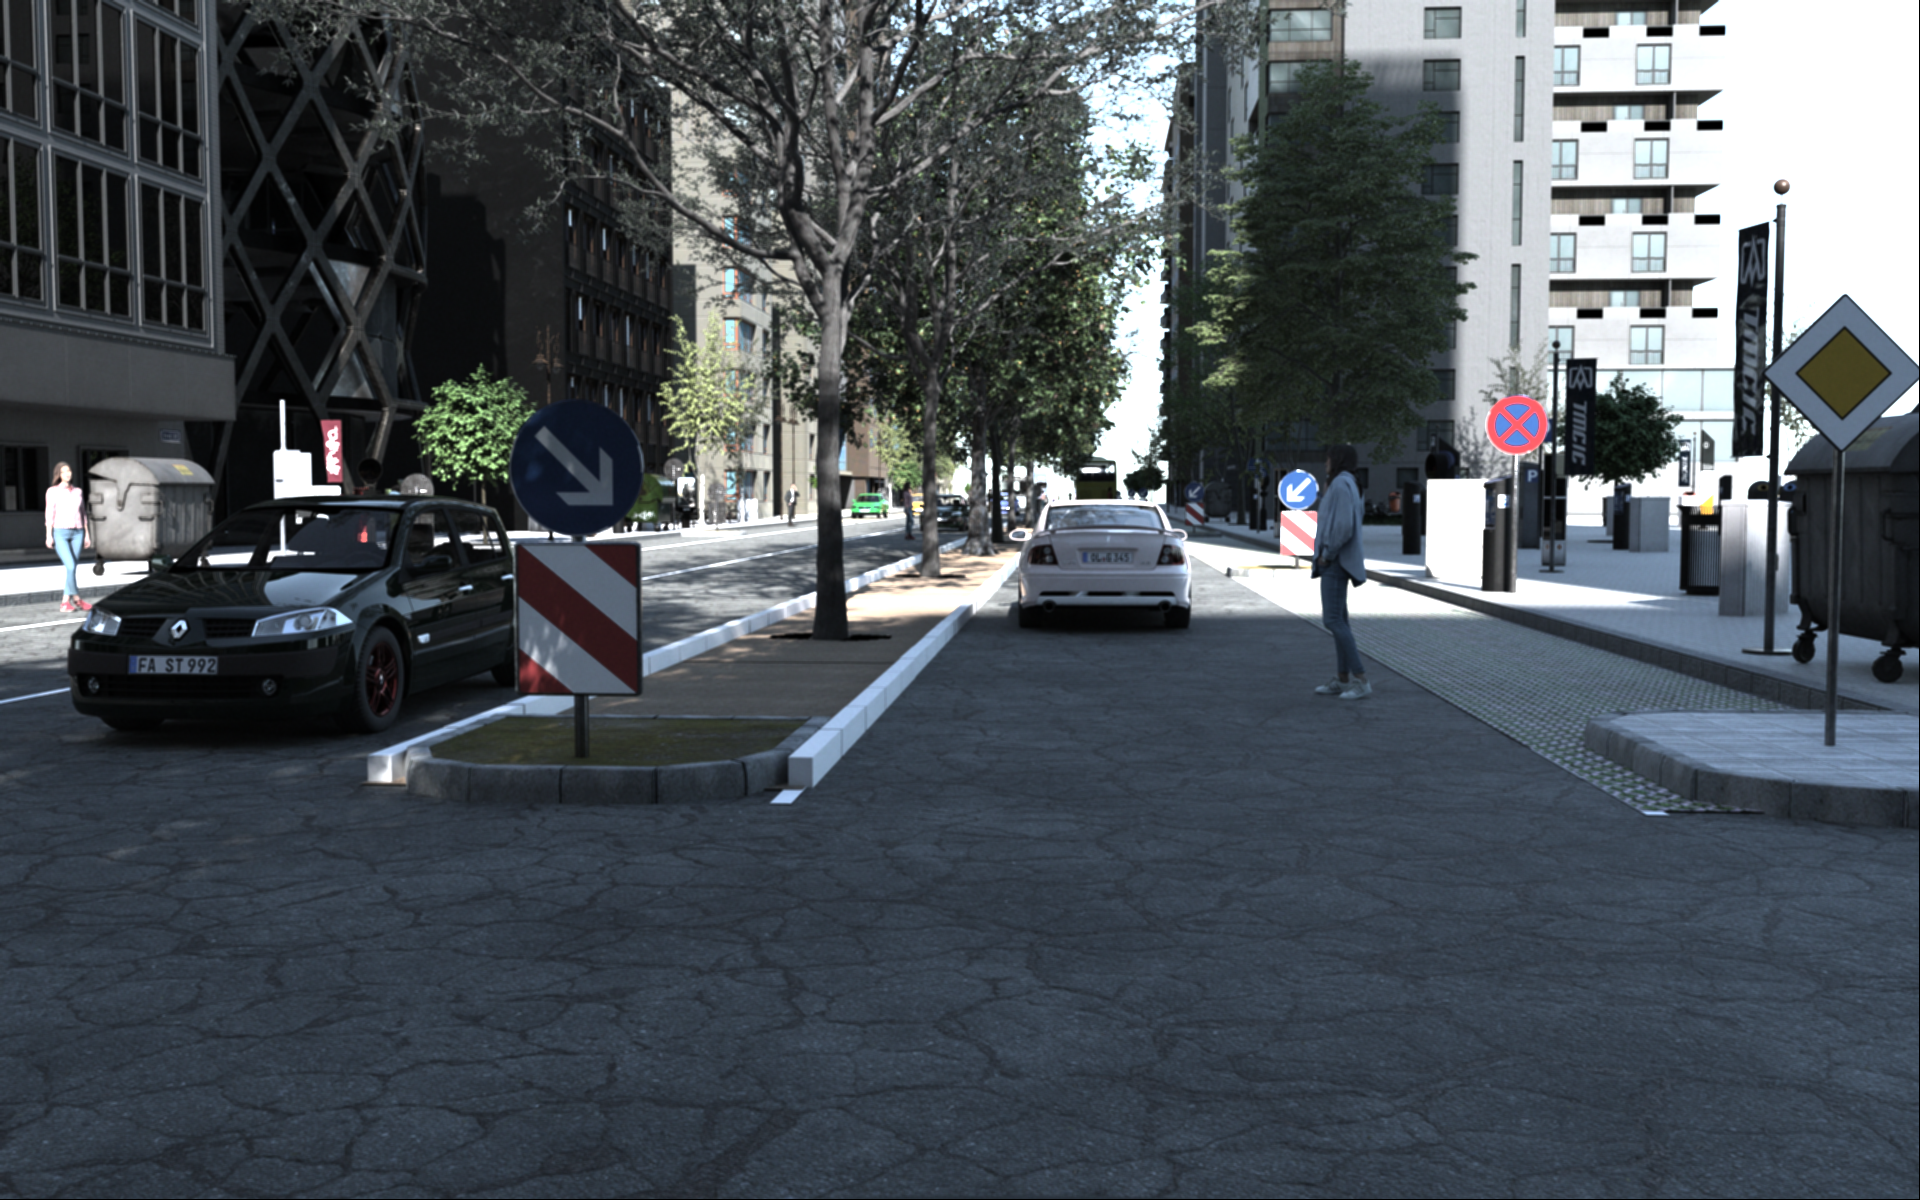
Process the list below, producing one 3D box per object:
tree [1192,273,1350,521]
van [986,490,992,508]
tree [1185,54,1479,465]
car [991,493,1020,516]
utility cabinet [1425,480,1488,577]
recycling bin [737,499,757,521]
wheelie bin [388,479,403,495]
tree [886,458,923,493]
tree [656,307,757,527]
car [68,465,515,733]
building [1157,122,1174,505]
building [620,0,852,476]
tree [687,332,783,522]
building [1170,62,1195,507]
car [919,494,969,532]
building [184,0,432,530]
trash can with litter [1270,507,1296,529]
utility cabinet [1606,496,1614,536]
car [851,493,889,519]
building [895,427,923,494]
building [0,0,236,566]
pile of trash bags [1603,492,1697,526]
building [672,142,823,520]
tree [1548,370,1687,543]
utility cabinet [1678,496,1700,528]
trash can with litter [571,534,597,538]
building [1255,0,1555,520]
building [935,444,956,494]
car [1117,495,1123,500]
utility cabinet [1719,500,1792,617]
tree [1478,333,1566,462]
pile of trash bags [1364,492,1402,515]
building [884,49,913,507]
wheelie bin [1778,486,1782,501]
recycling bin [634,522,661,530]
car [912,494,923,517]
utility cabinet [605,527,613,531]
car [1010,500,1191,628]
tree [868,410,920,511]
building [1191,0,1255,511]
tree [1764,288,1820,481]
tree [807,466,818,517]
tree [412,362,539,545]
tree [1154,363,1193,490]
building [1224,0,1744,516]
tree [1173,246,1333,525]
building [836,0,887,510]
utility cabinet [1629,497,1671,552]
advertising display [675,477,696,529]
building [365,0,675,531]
[{"bbox_3d":[10.157,-6.308,53.493,4.737,8.622,4.395,0,3,0],"label":"tree"},{"bbox_3d":[3.432,-10.379,176.702,2.013,2.044,4.112,0,4,6],"label":"van"},{"bbox_3d":[9.902,-7.817,45.939,7.486,12.596,7.792,0,3,0],"label":"tree"},{"bbox_3d":[3.078,-6.513,116.072,1.945,1.707,3.694,0,4,6],"label":"car"},{"bbox_3d":[7.750,-1.092,26.535,1.173,1.500,0.318,1,4,12],"label":"utility cabinet"},{"bbox_3d":[-10.048,-4.236,81.814,0.722,1.027,0.722,-2,4,-35],"label":"recycling bin"},{"bbox_3d":[-12.009,-1.818,37.635,0.693,1.594,0.980,1,4,20],"label":"wheelie bin"},{"bbox_3d":[-4.658,-10.071,148.381,4.285,4.588,4.351,0,3,0],"label":"tree"},{"bbox_3d":[-10.144,-7.210,68.250,4.737,8.622,4.395,0,3,0],"label":"tree"},{"bbox_3d":[-4.189,-0.116,11.679,2.009,1.686,4.222,0,4,5],"label":"car"},{"bbox_3d":[34.423,-33.232,197.962,22.147,44.769,28.867,0,4,4],"label":"building"},{"bbox_3d":[-23.173,-32.987,128.570,28.713,52.752,27.495,0,4,4],"label":"building"},{"bbox_3d":[-10.051,-7.800,77.890,4.360,8.622,3.978,0,3,0],"label":"tree"},{"bbox_3d":[28.876,-32.210,176.751,14.600,45.320,14.200,0,4,4],"label":"building"},{"bbox_3d":[-0.531,-3.501,67.028,2.009,1.686,4.222,0,4,5],"label":"car"},{"bbox_3d":[-23.214,-10.885,45.419,16.820,18.784,16.811,0,4,4],"label":"building"},{"bbox_3d":[11.759,-3.217,63.651,2.233,1.210,1.678,0,4,-1],"label":"trash can with litter"},{"bbox_3d":[20.310,-2.573,53.234,0.306,1.237,1.020,-1,4,-16],"label":"utility cabinet"},{"bbox_3d":[-5.261,-5.661,101.357,1.959,1.807,4.718,0,4,5],"label":"car"},{"bbox_3d":[-10.832,-33.624,199.856,14.600,45.320,14.200,0,4,4],"label":"building"},{"bbox_3d":[-22.812,-14.139,24.687,14.314,27.812,24.014,0,4,4],"label":"building"},{"bbox_3d":[27.114,-3.563,68.009,3.447,1.369,1.912,1,4,16],"label":"pile of trash bags"},{"bbox_3d":[-23.549,-15.644,100.816,27.650,21.520,28.899,0,4,4],"label":"building"},{"bbox_3d":[17.468,-3.816,46.106,4.285,4.588,4.351,0,3,0],"label":"tree"},{"bbox_3d":[27.908,-3.354,66.001,1.020,1.237,0.306,-1,4,-11],"label":"utility cabinet"},{"bbox_3d":[-11.124,-2.440,51.276,1.055,1.170,0.624,3,5,44],"label":"trash can with litter"},{"bbox_3d":[22.738,-19.615,92.402,14.160,30.474,14.107,0,4,4],"label":"building"},{"bbox_3d":[-15.419,-23.118,223.014,27.650,21.520,28.899,0,4,4],"label":"building"},{"bbox_3d":[18.876,-12.203,209.745,2.015,1.641,3.980,0,4,3],"label":"car"},{"bbox_3d":[8.509,-0.450,18.514,1.020,1.237,0.306,-3,5,-40],"label":"utility cabinet"},{"bbox_3d":[26.215,-7.933,80.068,4.360,8.622,3.978,0,3,0],"label":"tree"},{"bbox_3d":[18.681,-4.176,78.034,3.447,1.369,1.912,-3,4,-39],"label":"pile of trash bags"},{"bbox_3d":[-15.617,-45.462,181.552,20.563,71.187,20.611,0,4,4],"label":"building"},{"bbox_3d":[31.469,-3.538,65.755,0.980,1.594,0.693,0,4,6],"label":"wheelie bin"},{"bbox_3d":[-11.104,-2.994,61.504,0.722,1.027,0.722,3,5,39],"label":"recycling bin"},{"bbox_3d":[-2.335,-5.916,106.956,2.015,1.641,3.980,0,4,4],"label":"car"},{"bbox_3d":[-12.139,-3.000,60.217,0.306,1.237,1.020,2,4,26],"label":"utility cabinet"},{"bbox_3d":[1.610,-0.466,19.978,2.083,1.381,4.827,0,4,3],"label":"car"},{"bbox_3d":[-5.211,-11.107,131.956,4.737,8.622,4.395,0,3,0],"label":"tree"},{"bbox_3d":[29.507,-36.575,140.007,21.231,58.520,28.212,0,4,4],"label":"building"},{"bbox_3d":[29.763,-6.791,61.399,4.360,8.622,3.978,0,3,0],"label":"tree"},{"bbox_3d":[-7.739,-6.398,99.212,1.663,3.219,1.824,0,3,0],"label":"tree"},{"bbox_3d":[-11.945,-3.648,43.361,4.285,4.588,4.351,0,3,0],"label":"tree"},{"bbox_3d":[12.609,-8.083,82.524,4.737,8.622,4.395,0,3,0],"label":"tree"},{"bbox_3d":[31.768,-31.966,111.888,28.713,52.752,27.495,0,4,4],"label":"building"},{"bbox_3d":[11.790,-8.928,71.724,9.928,11.665,9.643,0,3,0],"label":"tree"},{"bbox_3d":[-13.866,-30.512,148.988,14.600,45.320,14.200,0,4,4],"label":"building"},{"bbox_3d":[15.307,-1.670,38.467,1.020,1.237,0.306,-2,4,-31],"label":"utility cabinet"},{"bbox_3d":[-10.191,-3.614,64.295,0.123,1.923,0.974,2,4,34],"label":"advertising display"},{"bbox_3d":[-19.040,-14.510,66.910,12.332,23.373,15.834,0,4,4],"label":"building"}]
